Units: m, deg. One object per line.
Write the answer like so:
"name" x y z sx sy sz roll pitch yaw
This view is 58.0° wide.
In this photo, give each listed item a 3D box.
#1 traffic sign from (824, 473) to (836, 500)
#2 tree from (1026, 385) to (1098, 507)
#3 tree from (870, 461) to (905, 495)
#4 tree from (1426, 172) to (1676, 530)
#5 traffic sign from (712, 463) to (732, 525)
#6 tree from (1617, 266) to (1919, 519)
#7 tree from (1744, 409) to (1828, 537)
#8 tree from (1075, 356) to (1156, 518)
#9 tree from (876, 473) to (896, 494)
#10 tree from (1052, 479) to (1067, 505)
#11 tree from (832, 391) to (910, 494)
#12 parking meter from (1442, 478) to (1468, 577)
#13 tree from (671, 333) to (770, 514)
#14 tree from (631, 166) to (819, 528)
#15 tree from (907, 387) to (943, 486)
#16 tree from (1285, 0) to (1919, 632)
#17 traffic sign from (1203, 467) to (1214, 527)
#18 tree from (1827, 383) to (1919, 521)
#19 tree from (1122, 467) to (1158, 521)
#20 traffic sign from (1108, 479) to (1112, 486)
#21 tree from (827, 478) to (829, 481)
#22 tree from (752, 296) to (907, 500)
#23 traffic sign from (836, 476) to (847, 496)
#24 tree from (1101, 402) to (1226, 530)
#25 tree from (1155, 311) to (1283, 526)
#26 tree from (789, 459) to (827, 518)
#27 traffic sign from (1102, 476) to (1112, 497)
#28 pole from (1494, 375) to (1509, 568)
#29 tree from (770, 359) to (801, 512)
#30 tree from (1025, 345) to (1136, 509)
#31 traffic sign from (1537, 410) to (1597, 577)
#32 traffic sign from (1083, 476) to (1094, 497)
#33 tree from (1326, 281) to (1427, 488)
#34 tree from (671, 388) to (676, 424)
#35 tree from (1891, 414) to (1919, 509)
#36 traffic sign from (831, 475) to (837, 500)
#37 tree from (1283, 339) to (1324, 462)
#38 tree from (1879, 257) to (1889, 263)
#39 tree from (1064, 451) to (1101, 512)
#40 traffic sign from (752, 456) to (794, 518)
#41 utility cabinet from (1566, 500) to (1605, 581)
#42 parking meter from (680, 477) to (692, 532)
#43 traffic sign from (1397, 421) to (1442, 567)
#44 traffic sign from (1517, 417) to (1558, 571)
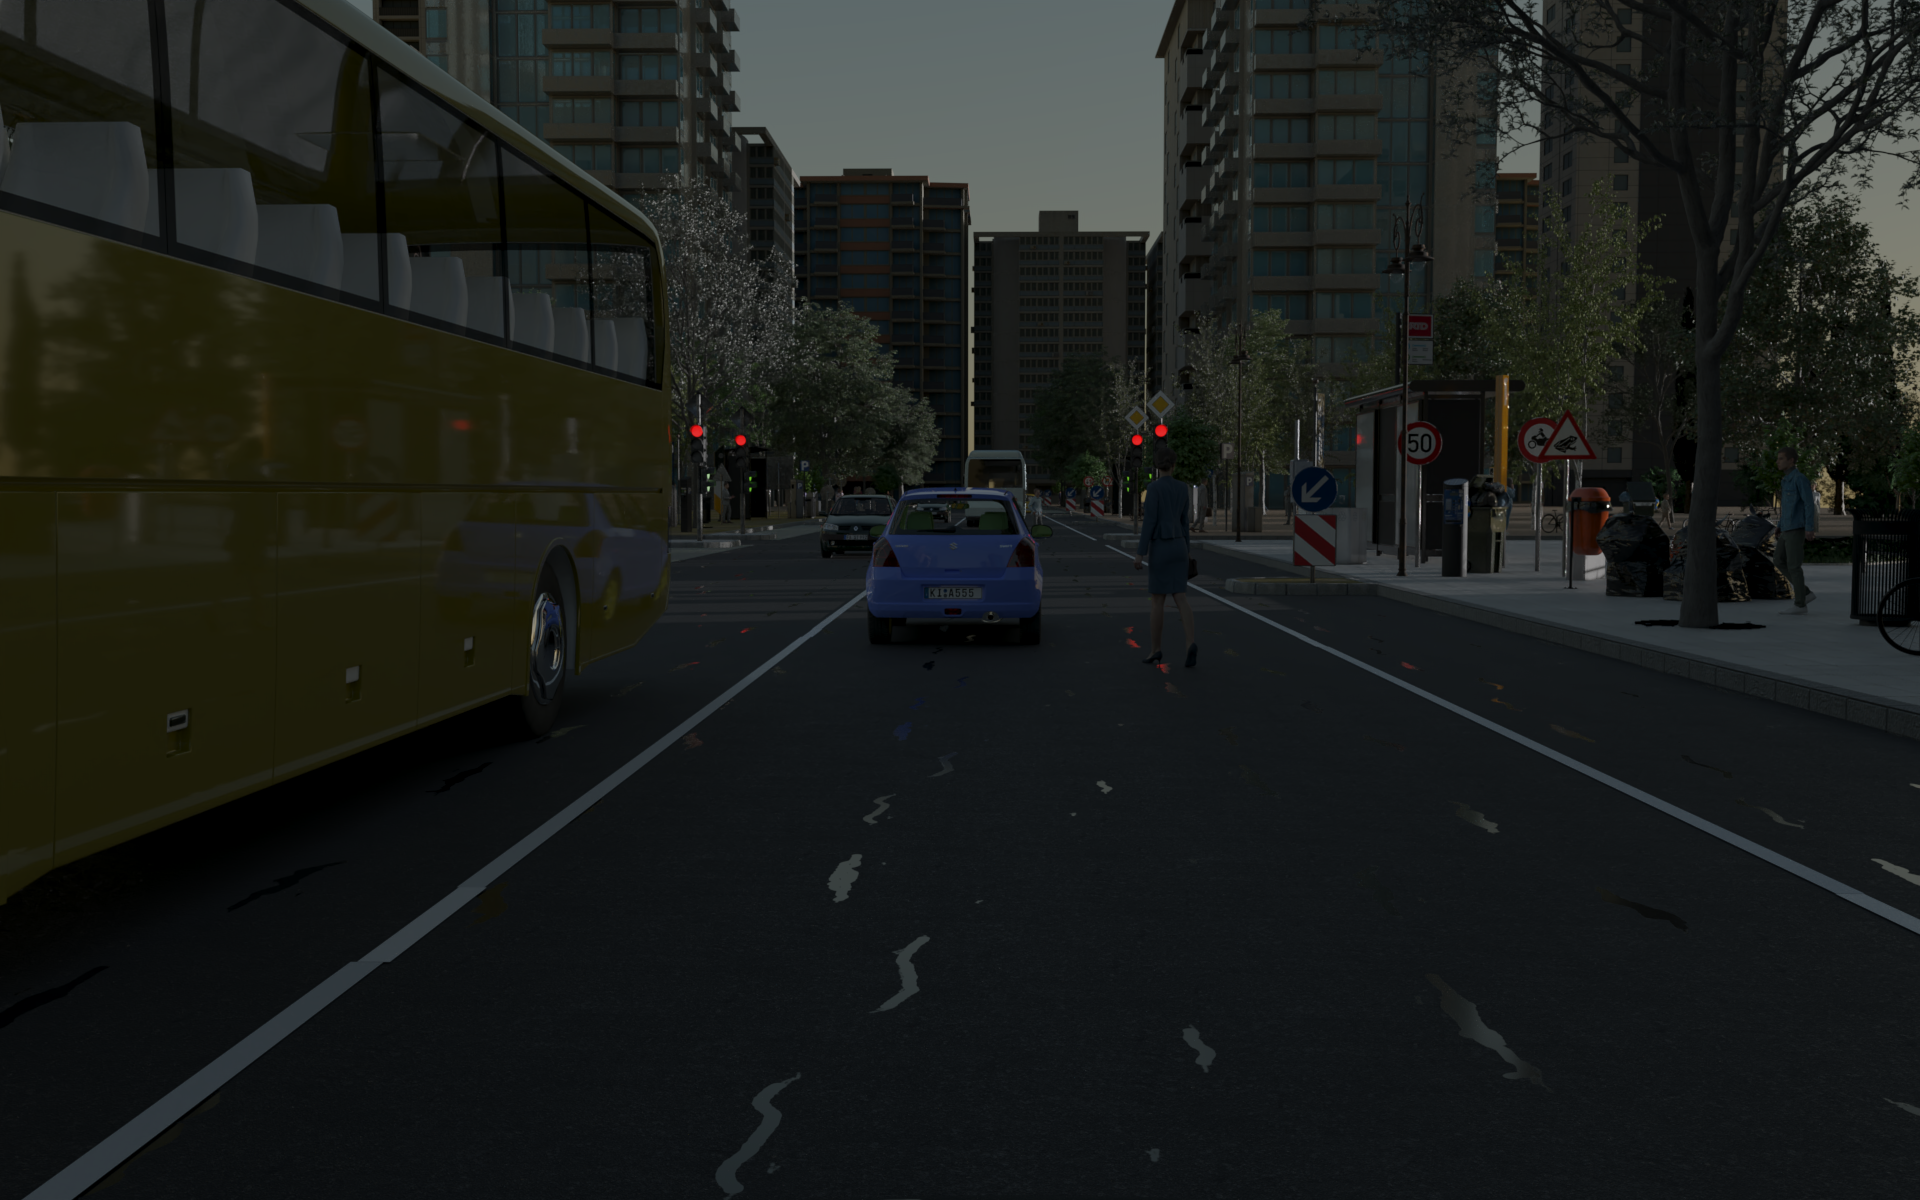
"traffic sign" -7.725 -6.286 102.877 0.768 2.556 0.104 1 4 11
"tree" 9.945 -14.714 166.322 9.928 11.665 9.643 0 3 0
"tree" -7.120 -11.250 167.652 4.285 4.588 4.351 0 3 0
"tree" 13.933 -5.455 39.544 4.737 8.622 4.395 0 3 0
"traffic sign" -9.995 -4.439 72.580 0.884 2.594 0.081 1 4 10
"tree" 51.776 -12.773 110.659 18.604 14.587 13.155 2 4 25
"tree" 18.627 -2.746 39.498 1.663 3.219 1.824 0 3 0
"tree" 8.480 -8.704 92.667 4.360 8.622 3.978 0 3 0
"tree" -7.032 -10.116 160.005 1.663 3.219 1.824 0 3 0
"tree" 11.716 -13.001 207.162 1.663 3.219 1.824 0 3 0
"tree" -7.834 -12.900 145.323 8.767 10.594 7.601 2 4 26
"parking meter" 7.687 -1.131 26.899 0.372 1.533 0.369 0 3 0
"tree" -17.994 -11.364 111.556 9.928 11.665 9.643 0 3 0
"tree" -10.045 -9.472 65.231 12.009 13.543 11.850 0 3 0
"tree" -6.733 -17.776 197.289 9.857 13.997 8.962 0 3 0
"tree" 7.198 -6.471 16.174 12.009 13.543 11.850 0 3 0
"traffic sign" 9.377 -4.077 66.764 0.768 2.556 0.104 0 4 4
"tree" 50.241 -6.953 76.593 20.602 7.101 11.467 0 4 -6
"tree" 8.484 -5.371 82.410 1.663 3.219 1.824 0 3 0
"traffic sign" 10.076 -6.907 112.926 0.884 2.594 0.081 0 4 6
"tree" -8.488 -6.523 101.245 1.663 3.219 1.824 0 3 0
"tree" -8.680 -12.612 112.861 9.857 13.997 8.962 0 3 0
"traffic sign" -8.395 -7.479 122.382 0.768 2.556 0.104 1 4 9
"tree" 8.027 -4.799 62.176 4.285 4.588 4.351 0 3 0
"tree" 10.264 -7.260 69.061 4.360 8.622 3.978 0 3 0
"tree" -8.614 -6.133 94.879 1.663 3.219 1.824 0 3 0
"traffic sign" 10.172 -7.312 119.660 0.768 2.556 0.104 1 4 10
"pole" 9.310 -2.201 29.833 0.158 3.312 0.155 0 3 0
"tree" -13.967 -12.059 122.921 9.928 11.665 9.643 0 3 0
"tree" 10.463 -14.763 148.026 9.857 13.997 8.962 0 3 0
"traffic sign" 9.350 -1.635 26.740 0.884 2.594 0.081 1 4 9
"traffic sign" 9.149 -7.524 123.125 0.768 2.556 0.104 0 4 3
"tree" 15.059 -6.735 60.473 4.737 8.622 4.395 0 3 0
"tree" -20.424 -10.270 102.319 7.601 10.594 8.767 1 4 22
"tree" 23.057 -2.894 41.918 1.663 3.219 1.824 0 3 0
"traffic sign" -8.030 -6.593 107.905 0.768 2.556 0.104 1 4 9
"tree" 16.424 -8.024 81.549 4.360 8.622 3.978 0 3 0
"tree" 55.895 -11.685 92.873 18.604 14.587 13.155 0 4 -3
"tree" 9.394 -8.758 126.913 4.285 4.588 4.351 0 3 0
"traffic sign" -10.121 -6.102 93.634 2.265 3.308 0.079 0 4 3
"utility cabinet" 9.448 -0.916 26.140 0.306 1.237 1.020 3 4 37
"parking meter" -9.185 -3.203 58.078 0.255 1.863 0.399 1 4 19
"traffic sign" 8.012 -1.845 30.275 0.768 2.556 0.104 0 4 6
"traffic sign" 9.594 -1.749 28.706 0.768 2.556 0.104 0 4 1
